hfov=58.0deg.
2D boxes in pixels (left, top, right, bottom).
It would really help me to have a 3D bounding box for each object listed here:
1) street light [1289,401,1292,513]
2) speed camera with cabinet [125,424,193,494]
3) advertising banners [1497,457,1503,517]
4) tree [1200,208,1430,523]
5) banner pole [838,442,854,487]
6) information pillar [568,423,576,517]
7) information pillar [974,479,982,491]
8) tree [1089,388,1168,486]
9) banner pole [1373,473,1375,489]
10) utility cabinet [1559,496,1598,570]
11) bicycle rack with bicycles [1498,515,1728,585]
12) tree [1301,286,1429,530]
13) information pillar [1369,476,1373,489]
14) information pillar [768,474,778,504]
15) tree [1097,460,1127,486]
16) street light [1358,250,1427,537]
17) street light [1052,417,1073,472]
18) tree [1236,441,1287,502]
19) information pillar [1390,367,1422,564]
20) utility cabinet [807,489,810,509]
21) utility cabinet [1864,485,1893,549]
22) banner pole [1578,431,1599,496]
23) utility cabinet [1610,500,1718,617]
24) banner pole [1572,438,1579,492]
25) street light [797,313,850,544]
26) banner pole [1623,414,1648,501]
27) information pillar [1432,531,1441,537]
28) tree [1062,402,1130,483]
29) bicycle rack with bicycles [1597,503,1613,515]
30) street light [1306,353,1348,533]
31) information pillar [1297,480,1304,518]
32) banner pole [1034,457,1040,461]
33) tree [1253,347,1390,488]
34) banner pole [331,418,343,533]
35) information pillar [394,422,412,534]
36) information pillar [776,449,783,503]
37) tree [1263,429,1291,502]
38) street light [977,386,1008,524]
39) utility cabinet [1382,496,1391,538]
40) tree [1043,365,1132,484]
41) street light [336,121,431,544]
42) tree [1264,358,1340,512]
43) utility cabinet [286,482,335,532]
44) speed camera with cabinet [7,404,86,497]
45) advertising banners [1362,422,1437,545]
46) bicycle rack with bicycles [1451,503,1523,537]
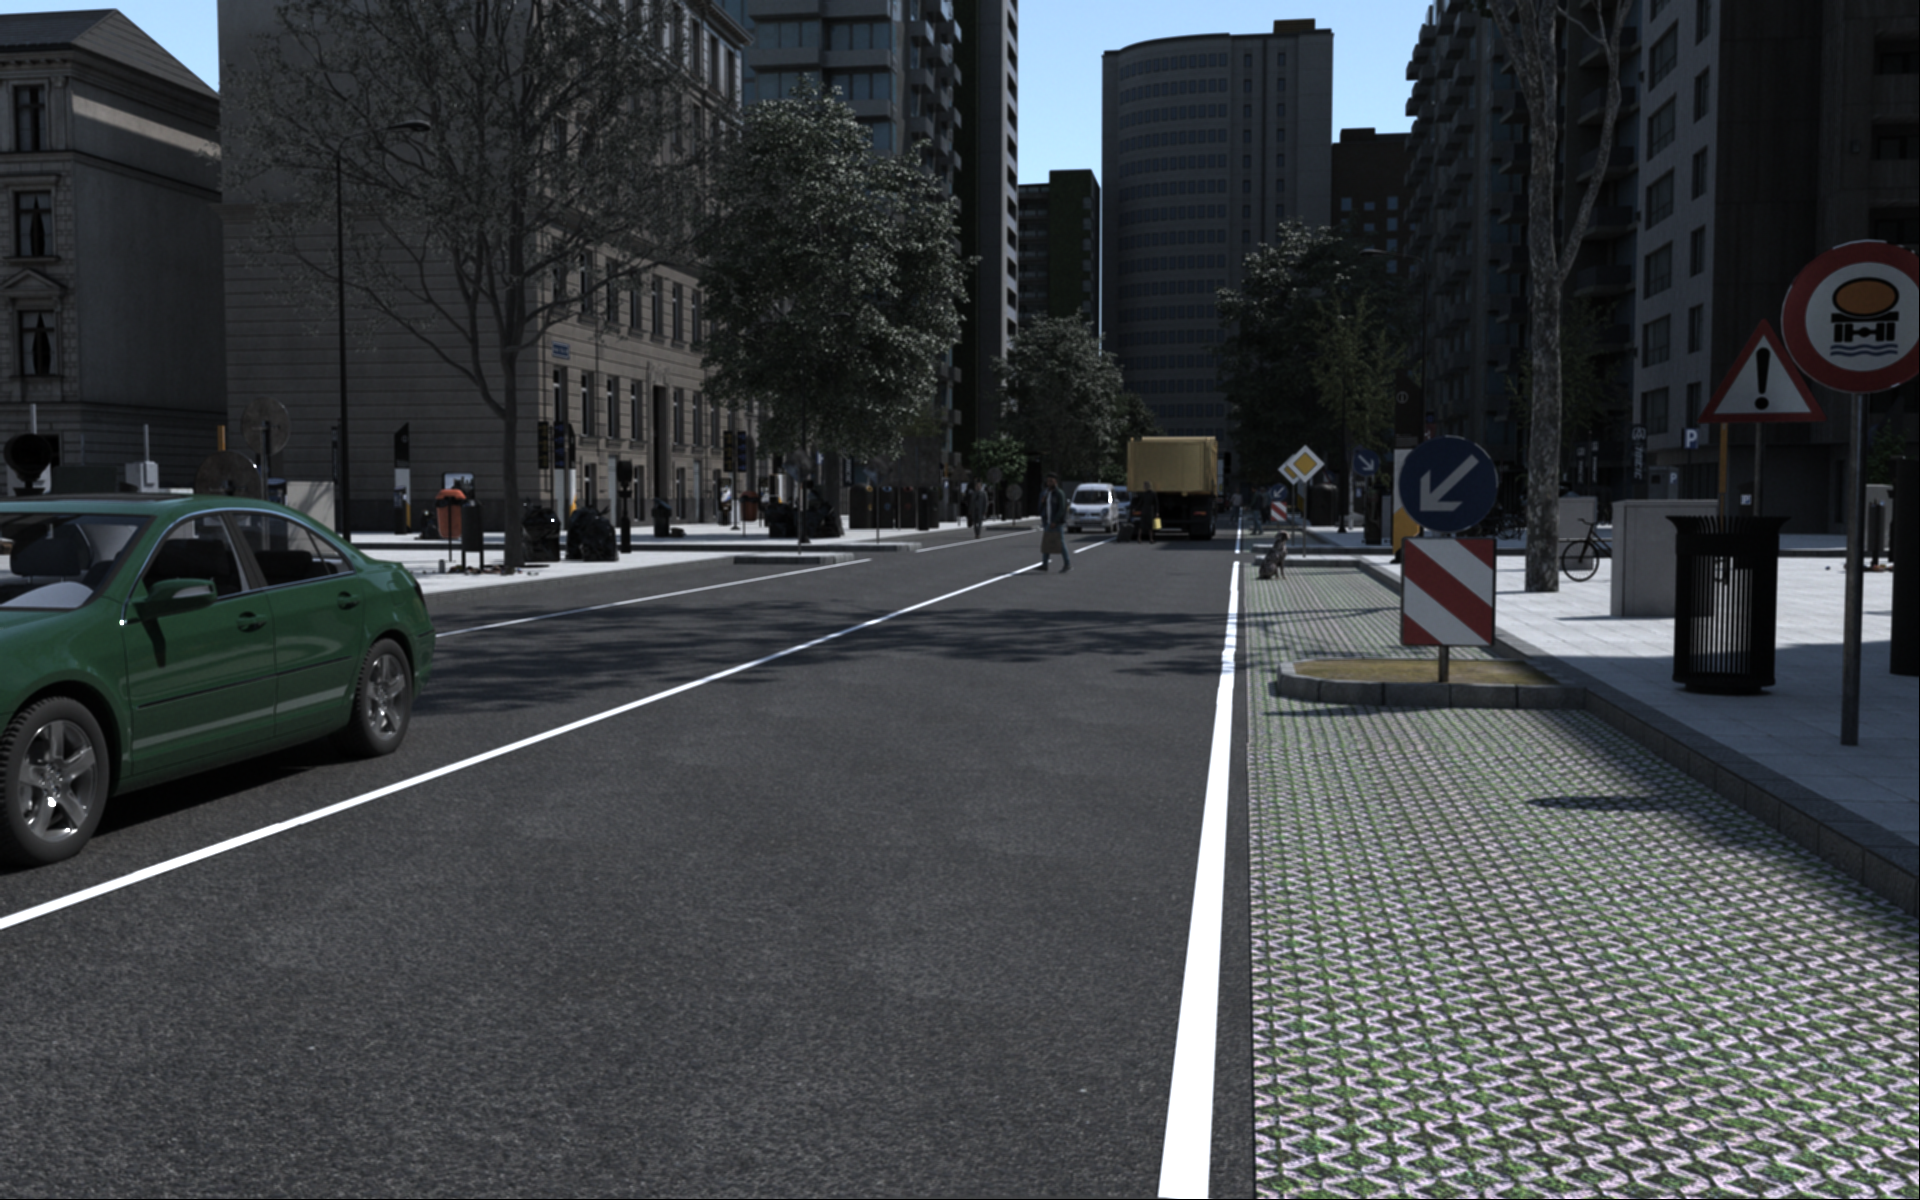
[{"bbox_3d":[16.857,-6.967,86.452,1.470,5.913,1.316,1,4,9],"label":"street light"},{"bbox_3d":[-23.077,-3.402,49.959,0.660,3.252,2.038,1,4,18],"label":"speed camera with cabinet"},{"bbox_3d":[25.516,-5.254,82.091,0.090,3.025,2.074,0,4,8],"label":"advertising banners"},{"bbox_3d":[15.910,-10.432,77.226,9.857,13.997,8.962,0,3,0],"label":"tree"},{"bbox_3d":[-4.863,-5.080,73.070,0.863,3.779,0.401,0,4,-2],"label":"banner pole"},{"bbox_3d":[-12.858,-4.042,57.446,0.183,3.616,0.504,0,4,4],"label":"information pillar"},{"bbox_3d":[0.854,-4.740,81.996,0.304,2.012,0.304,-1,4,-10],"label":"information pillar"},{"bbox_3d":[18.324,-16.555,187.678,9.611,12.733,9.660,0,3,0],"label":"tree"},{"bbox_3d":[25.304,-7.088,105.909,0.401,3.779,0.863,0,4,5],"label":"banner pole"},{"bbox_3d":[10.167,-1.110,29.306,1.020,1.237,0.306,1,4,9],"label":"utility cabinet"},{"bbox_3d":[9.890,-0.703,24.871,2.925,0.926,2.852,-1,4,-21],"label":"bicycle rack with bicycles"},{"bbox_3d":[14.094,-6.789,61.358,4.737,8.622,4.395,0,3,0],"label":"tree"},{"bbox_3d":[16.530,-4.024,70.290,0.304,2.012,0.304,-3,5,-44],"label":"information pillar"},{"bbox_3d":[-6.948,-3.671,64.505,0.304,2.012,0.304,0,4,7],"label":"information pillar"},{"bbox_3d":[14.324,-10.927,162.373,4.285,4.588,4.351,0,3,0],"label":"tree"},{"bbox_3d":[8.274,-3.699,33.025,1.470,5.913,1.316,1,4,9],"label":"street light"},{"bbox_3d":[6.102,-8.036,103.925,1.470,5.913,1.316,1,4,9],"label":"street light"},{"bbox_3d":[34.893,-16.744,190.766,9.611,12.733,9.660,0,3,0],"label":"tree"},{"bbox_3d":[8.226,-2.481,31.913,0.504,3.616,0.183,2,4,33],"label":"information pillar"},{"bbox_3d":[-6.537,-4.401,80.633,1.173,1.500,0.318,-1,4,-10],"label":"utility cabinet"},{"bbox_3d":[21.085,-1.922,40.101,1.173,1.500,0.318,-2,4,-27],"label":"utility cabinet"},{"bbox_3d":[25.132,-4.822,68.857,0.401,3.779,0.863,-1,4,-13],"label":"banner pole"},{"bbox_3d":[7.390,-0.431,18.203,1.020,1.237,0.306,0,4,-6],"label":"utility cabinet"},{"bbox_3d":[27.598,-5.345,77.407,0.863,3.779,0.401,-1,4,-17],"label":"banner pole"},{"bbox_3d":[-3.498,-4.407,44.589,1.470,5.913,1.316,1,4,9],"label":"street light"},{"bbox_3d":[21.127,-3.937,54.382,0.863,3.779,0.401,1,4,19],"label":"banner pole"},{"bbox_3d":[12.332,-2.440,44.387,0.304,2.012,0.304,-3,5,-42],"label":"information pillar"},{"bbox_3d":[11.655,-13.256,151.145,7.601,10.594,8.767,2,4,27],"label":"tree"},{"bbox_3d":[26.881,-3.523,70.988,2.852,0.926,2.925,1,4,18],"label":"bicycle rack with bicycles"},{"bbox_3d":[12.080,-5.171,57.093,1.470,5.913,1.316,1,4,9],"label":"street light"},{"bbox_3d":[18.438,-6.239,93.364,0.504,3.616,0.183,-1,4,-11],"label":"information pillar"},{"bbox_3d":[4.714,-7.131,106.608,0.401,3.779,0.863,2,4,32],"label":"banner pole"},{"bbox_3d":[20.854,-10.212,101.374,8.767,10.594,7.601,1,4,13],"label":"tree"},{"bbox_3d":[-20.352,-4.074,56.627,0.401,3.779,0.863,0,4,3],"label":"banner pole"},{"bbox_3d":[-18.072,-3.964,56.171,0.183,3.616,0.504,3,5,44],"label":"information pillar"},{"bbox_3d":[-7.482,-4.917,71.739,0.183,3.616,0.504,1,4,19],"label":"information pillar"},{"bbox_3d":[30.338,-13.096,164.480,4.360,8.622,3.978,0,3,0],"label":"tree"},{"bbox_3d":[1.355,-6.237,74.509,1.470,5.913,1.316,1,4,9],"label":"street light"},{"bbox_3d":[12.737,-2.408,50.537,1.020,1.237,0.306,3,4,38],"label":"utility cabinet"},{"bbox_3d":[9.863,-12.829,135.502,9.928,11.665,9.643,0,3,0],"label":"tree"},{"bbox_3d":[-7.266,-3.012,21.795,1.470,5.913,1.316,1,4,9],"label":"street light"},{"bbox_3d":[24.831,-12.265,126.293,9.928,11.665,9.643,0,3,0],"label":"tree"},{"bbox_3d":[-11.769,-1.372,31.104,0.318,1.500,1.173,1,4,22],"label":"utility cabinet"},{"bbox_3d":[-20.245,-2.717,38.752,0.660,3.252,2.038,1,4,21],"label":"speed camera with cabinet"},{"bbox_3d":[10.925,-2.869,43.088,0.090,3.025,2.074,-3,5,-43],"label":"advertising banners"},{"bbox_3d":[15.243,-2.212,49.543,2.925,0.926,2.852,2,4,34],"label":"bicycle rack with bicycles"}]
